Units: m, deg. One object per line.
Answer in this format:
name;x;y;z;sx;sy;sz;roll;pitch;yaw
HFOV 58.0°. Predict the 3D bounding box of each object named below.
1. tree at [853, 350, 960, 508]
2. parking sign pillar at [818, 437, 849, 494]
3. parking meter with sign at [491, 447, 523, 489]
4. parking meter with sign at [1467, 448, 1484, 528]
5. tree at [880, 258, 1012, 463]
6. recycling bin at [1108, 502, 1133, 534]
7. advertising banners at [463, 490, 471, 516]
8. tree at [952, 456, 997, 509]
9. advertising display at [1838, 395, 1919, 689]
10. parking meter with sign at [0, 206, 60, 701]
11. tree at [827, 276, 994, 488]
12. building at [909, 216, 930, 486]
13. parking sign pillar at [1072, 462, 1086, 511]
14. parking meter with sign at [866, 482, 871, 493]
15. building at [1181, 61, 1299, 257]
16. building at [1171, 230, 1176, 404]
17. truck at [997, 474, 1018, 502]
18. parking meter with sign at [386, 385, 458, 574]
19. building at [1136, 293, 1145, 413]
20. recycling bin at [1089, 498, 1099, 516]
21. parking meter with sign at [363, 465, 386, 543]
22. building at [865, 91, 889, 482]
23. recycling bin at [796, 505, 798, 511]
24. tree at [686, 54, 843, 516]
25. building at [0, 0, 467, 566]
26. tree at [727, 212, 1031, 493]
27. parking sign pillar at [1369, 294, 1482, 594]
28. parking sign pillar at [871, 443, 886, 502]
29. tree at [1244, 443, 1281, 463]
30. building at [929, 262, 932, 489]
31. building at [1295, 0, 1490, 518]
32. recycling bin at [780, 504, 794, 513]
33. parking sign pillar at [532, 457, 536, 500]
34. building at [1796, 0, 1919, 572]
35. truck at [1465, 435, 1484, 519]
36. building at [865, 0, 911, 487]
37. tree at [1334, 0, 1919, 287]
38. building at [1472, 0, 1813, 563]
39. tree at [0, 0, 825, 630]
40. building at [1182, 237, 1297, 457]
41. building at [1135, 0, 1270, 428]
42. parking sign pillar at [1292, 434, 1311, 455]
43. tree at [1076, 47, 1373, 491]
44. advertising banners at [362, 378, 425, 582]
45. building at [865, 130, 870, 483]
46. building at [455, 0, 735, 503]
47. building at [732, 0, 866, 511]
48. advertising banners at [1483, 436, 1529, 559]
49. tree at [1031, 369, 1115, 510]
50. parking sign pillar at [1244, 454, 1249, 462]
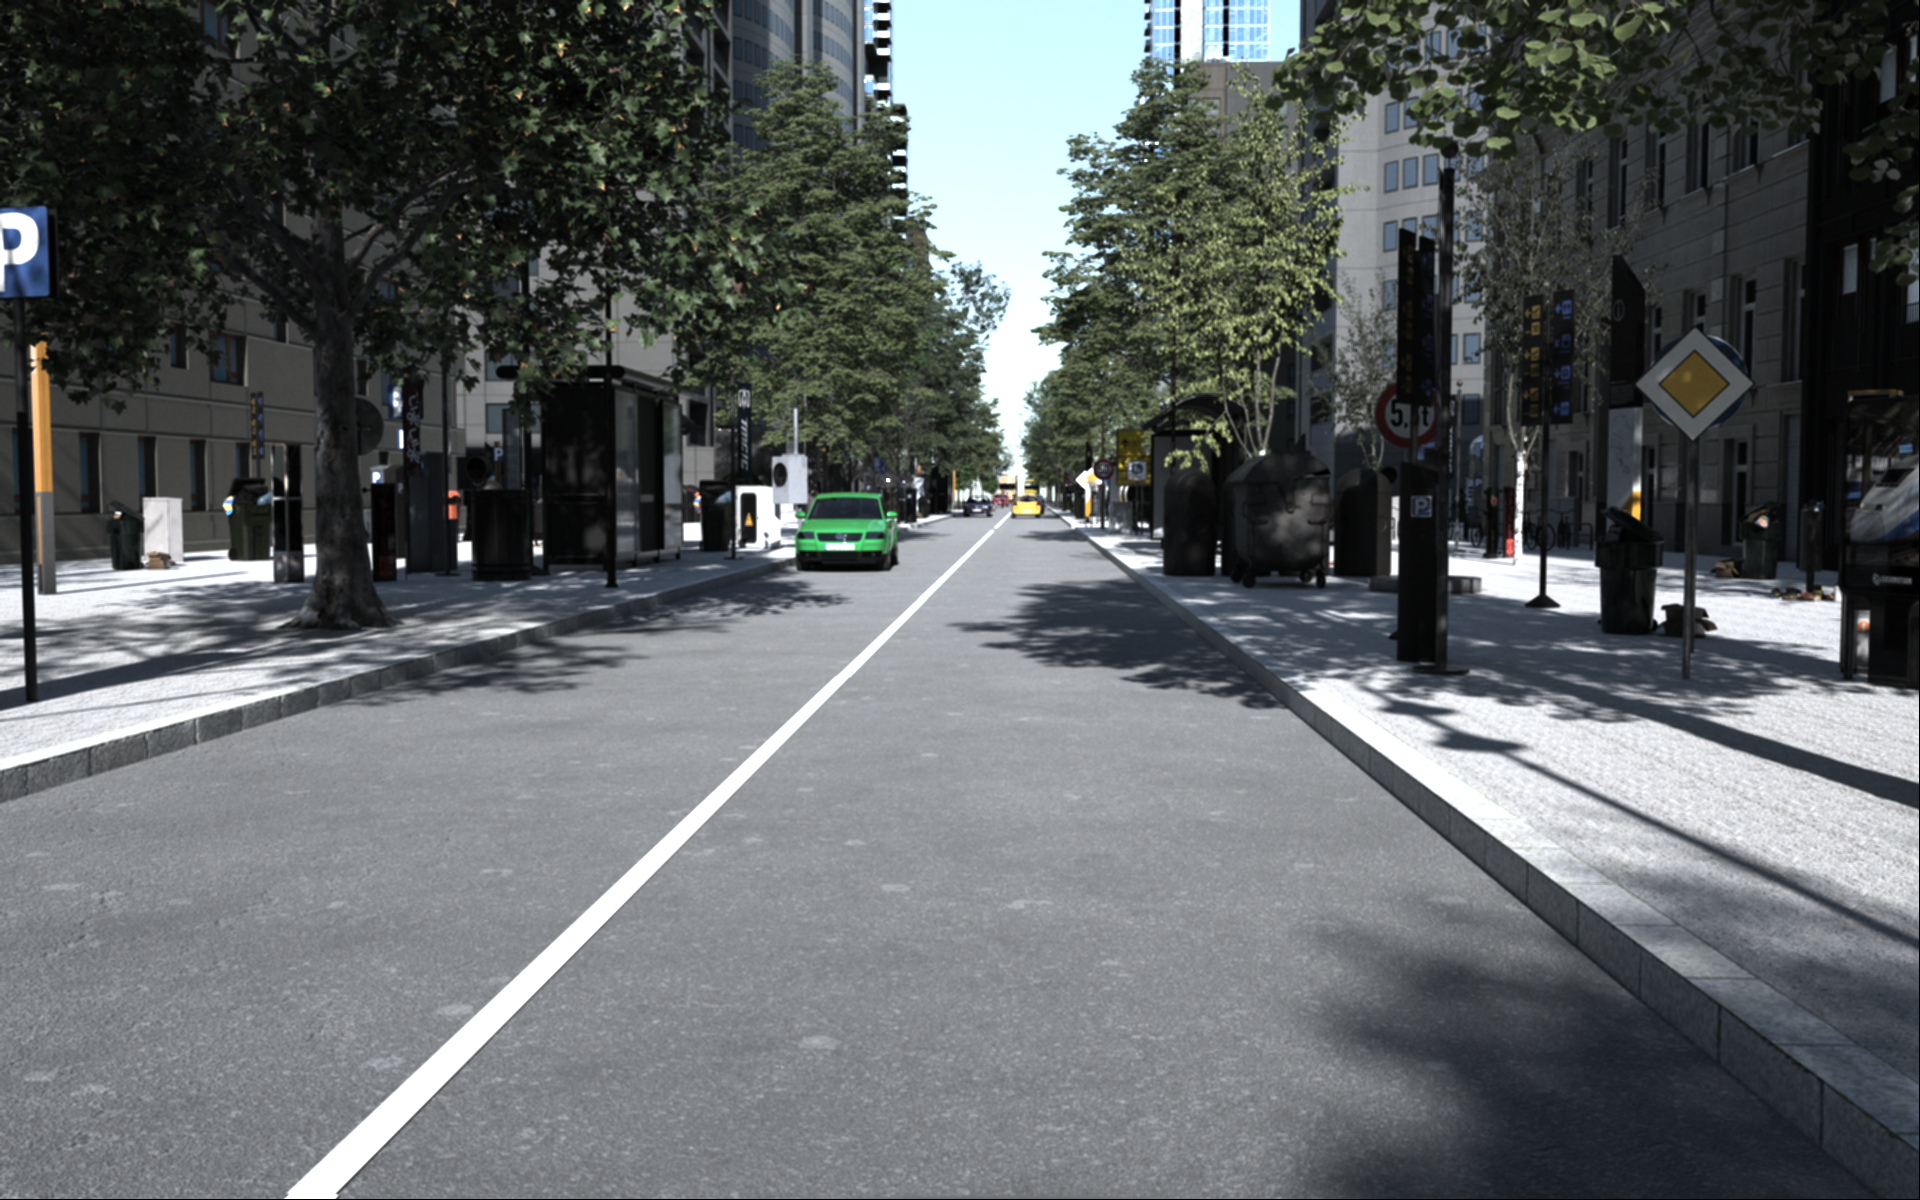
tree;-2.970;-8.226;84.858;4.360;8.622;3.978;0;3;0
parking sign pillar;-5.536;-5.430;77.251;1.447;3.967;1.447;3;5;42
parking meter with sign;-16.368;-4.105;63.370;1.738;3.016;0.543;3;4;38
parking meter with sign;19.638;-4.225;65.341;0.543;3.016;1.738;2;4;34
tree;-2.975;-16.749;129.739;12.611;20.169;13.585;0;3;0
recycling bin;5.148;-2.633;55.596;0.722;1.027;0.722;0;4;1
advertising banners;-18.837;-4.310;66.664;2.074;3.025;0.090;-1;4;-17
tree;-0.111;-9.872;145.118;4.285;4.588;4.351;0;3;0
advertising display;6.239;-0.385;11.516;0.123;1.923;0.974;-1;4;-12
parking meter with sign;-5.976;-0.831;9.851;0.543;3.016;1.738;1;4;16
tree;-2.838;-11.869;100.720;9.857;13.997;8.962;0;3;0
building;-12.268;-38.653;282.079;14.600;45.320;14.200;0;4;2
parking sign pillar;8.608;-8.129;121.385;1.447;3.967;1.447;-3;5;-40
parking meter with sign;-5.728;-7.080;112.012;0.543;3.016;1.738;3;4;37
building;28.223;-29.598;167.514;14.154;41.232;14.086;0;4;2
building;29.050;-25.101;182.106;14.160;30.474;14.107;0;4;2
truck;6.733;-15.471;241.859;2.839;4.237;11.283;0;4;3
parking meter with sign;-8.792;-1.973;28.522;0.543;3.016;1.738;0;4;4
building;42.631;-36.895;295.116;32.217;40.220;23.993;0;4;2
recycling bin;7.899;-5.532;103.006;0.722;1.027;0.722;2;4;23
parking meter with sign;-15.163;-3.021;45.659;0.543;3.016;1.738;2;4;26
building;-19.836;-35.435;203.071;21.300;48.544;21.600;0;4;2
recycling bin;-11.724;-7.096;128.566;0.722;1.027;0.722;-2;4;-26
tree;-3.975;-7.815;45.898;7.486;12.596;7.792;0;3;0
building;-31.127;-12.097;42.829;28.899;21.520;27.650;0;4;2
tree;-4.520;-8.294;61.360;9.928;11.665;9.643;0;3;0
parking sign pillar;6.149;-2.099;22.795;1.447;3.967;1.447;1;4;12
parking sign pillar;-4.344;-6.359;92.443;1.447;3.967;1.447;1;4;15
tree;19.222;-7.625;108.374;4.285;4.588;4.351;0;3;0
building;-12.254;-37.495;296.628;14.154;41.232;14.086;0;4;2
building;33.743;-33.692;92.860;28.212;58.520;21.231;0;4;2
recycling bin;-11.951;-6.527;119.275;0.722;1.027;0.722;3;5;39
parking sign pillar;-22.423;-6.136;88.789;1.447;3.967;1.447;1;4;23
building;20.269;-11.706;21.069;12.332;23.373;15.834;0;4;2
truck;29.287;-4.870;69.381;18.799;4.110;2.967;0;4;4
building;-17.648;-57.847;258.462;22.319;86.520;31.000;0;4;2
tree;3.709;-5.375;6.014;7.486;12.596;7.792;0;3;0
building;21.474;-14.930;41.376;12.463;27.353;25.104;0;4;2
tree;-6.108;-6.081;16.429;9.611;12.733;9.660;0;3;0
building;31.096;-17.468;130.636;27.650;21.520;28.899;0;4;2
building;36.056;-58.338;266.501;22.319;86.520;31.000;0;4;2
parking sign pillar;15.276;-5.470;77.901;1.447;3.967;1.447;-1;4;-16
tree;4.896;-4.807;28.961;4.737;8.622;4.395;0;3;0
advertising banners;-8.465;-1.783;25.333;0.090;3.025;2.074;1;4;21
building;-17.273;-30.663;184.936;14.154;41.232;14.086;0;4;2
building;-21.693;-40.361;98.155;20.563;71.187;20.611;0;4;2
building;-20.709;-38.007;163.420;21.231;58.520;28.212;0;4;2
advertising banners;11.050;-2.364;34.841;0.090;3.025;2.074;3;5;42
tree;8.756;-13.136;140.521;9.928;11.665;9.643;0;3;0
parking sign pillar;19.211;-7.666;113.804;1.447;3.967;1.447;1;4;12
